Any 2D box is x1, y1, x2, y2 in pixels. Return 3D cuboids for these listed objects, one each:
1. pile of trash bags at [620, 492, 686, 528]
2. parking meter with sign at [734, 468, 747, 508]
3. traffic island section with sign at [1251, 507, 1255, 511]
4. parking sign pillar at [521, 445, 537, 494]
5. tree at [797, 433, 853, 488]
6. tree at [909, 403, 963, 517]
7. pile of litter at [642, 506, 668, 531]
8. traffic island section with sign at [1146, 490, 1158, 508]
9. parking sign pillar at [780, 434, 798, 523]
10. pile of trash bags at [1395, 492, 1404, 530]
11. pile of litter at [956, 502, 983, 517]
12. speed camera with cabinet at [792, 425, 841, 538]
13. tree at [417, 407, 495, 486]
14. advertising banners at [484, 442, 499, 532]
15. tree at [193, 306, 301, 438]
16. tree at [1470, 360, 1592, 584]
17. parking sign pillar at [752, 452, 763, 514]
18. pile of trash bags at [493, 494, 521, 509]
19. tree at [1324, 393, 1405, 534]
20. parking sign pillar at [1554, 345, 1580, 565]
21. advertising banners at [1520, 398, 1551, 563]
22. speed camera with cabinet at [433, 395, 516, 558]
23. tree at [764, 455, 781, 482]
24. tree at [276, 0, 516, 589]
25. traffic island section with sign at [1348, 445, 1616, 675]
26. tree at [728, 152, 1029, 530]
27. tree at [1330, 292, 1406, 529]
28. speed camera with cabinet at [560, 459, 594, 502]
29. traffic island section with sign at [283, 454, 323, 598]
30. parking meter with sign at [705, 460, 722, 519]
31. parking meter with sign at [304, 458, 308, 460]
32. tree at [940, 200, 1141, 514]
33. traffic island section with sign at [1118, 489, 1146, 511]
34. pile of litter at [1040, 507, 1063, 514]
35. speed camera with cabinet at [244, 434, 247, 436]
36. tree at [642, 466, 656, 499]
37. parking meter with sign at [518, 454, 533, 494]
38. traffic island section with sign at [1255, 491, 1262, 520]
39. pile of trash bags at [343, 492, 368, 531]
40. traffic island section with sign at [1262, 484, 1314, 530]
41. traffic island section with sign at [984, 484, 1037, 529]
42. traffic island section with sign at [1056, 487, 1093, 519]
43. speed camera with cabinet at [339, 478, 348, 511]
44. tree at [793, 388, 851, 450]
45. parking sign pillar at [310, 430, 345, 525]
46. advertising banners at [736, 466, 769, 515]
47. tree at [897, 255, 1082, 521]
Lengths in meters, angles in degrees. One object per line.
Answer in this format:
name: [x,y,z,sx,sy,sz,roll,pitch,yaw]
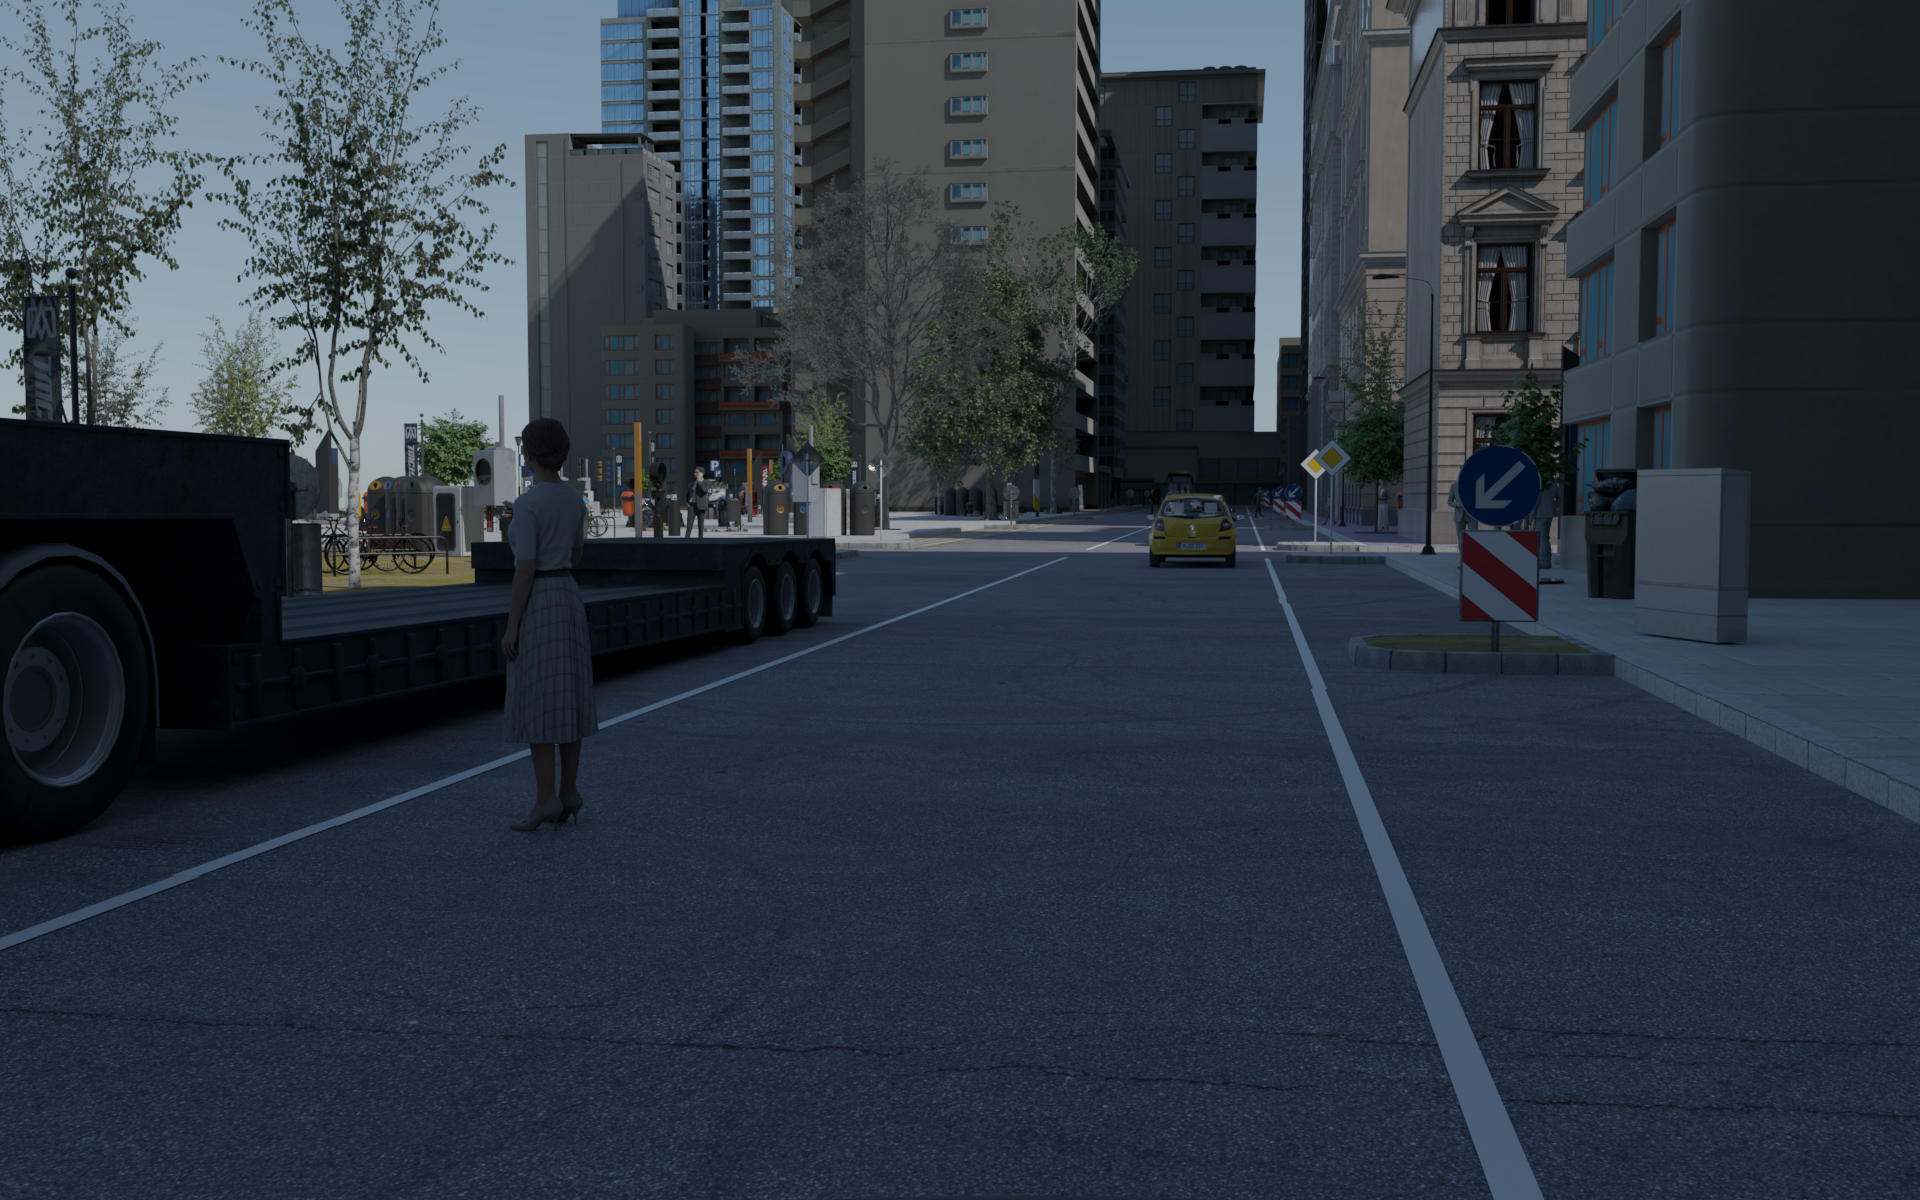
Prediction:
pile of trash bags: [-12.011,-3.465,66.412,1.912,1.369,3.447,1,4,18]
parking meter with sign: [-14.260,-7.353,116.477,1.738,3.016,0.543,-1,4,-12]
traffic island section with sign: [25.551,-8.356,145.256,1.989,1.847,2.006,1,4,9]
parking sign pillar: [-23.931,-6.586,96.159,1.447,3.967,1.447,0,4,6]
tree: [-7.346,-6.668,92.730,4.285,4.588,4.351,0,3,0]
tree: [-0.968,-8.830,94.730,4.737,8.622,4.395,0,3,0]
pile of litter: [-10.646,-2.837,60.346,1.176,0.858,1.719,3,4,37]
traffic island section with sign: [18.879,-10.127,174.206,1.989,1.847,2.006,1,4,9]
parking sign pillar: [-7.623,-5.445,77.504,1.447,3.967,1.447,-2,4,-23]
pile of trash bags: [16.696,-3.127,60.876,1.912,1.369,3.447,-3,4,-36]
pile of litter: [0.644,-5.182,98.688,1.719,0.858,1.176,0,4,-1]
speed camera with cabinet: [-4.190,-3.447,50.700,0.660,3.252,2.038,1,4,23]
tree: [-19.154,-5.008,65.597,4.285,4.588,4.351,0,3,0]
advertising banners: [-15.899,-3.810,58.477,0.090,3.025,2.074,-3,5,-39]
tree: [-28.306,-7.225,68.488,4.737,8.622,4.395,0,3,0]
tree: [8.338,-1.860,25.016,1.663,3.219,1.824,0,3,0]
parking sign pillar: [-13.140,-7.494,110.999,1.447,3.967,1.447,1,4,18]
pile of trash bags: [-30.790,-6.627,118.103,1.912,1.369,3.447,2,4,33]
tree: [13.548,-4.460,56.634,4.285,4.588,4.351,0,3,0]
parking sign pillar: [11.558,-2.622,31.349,1.447,3.967,1.447,0,4,6]
advertising banners: [10.828,-2.229,32.629,0.090,3.025,2.074,0,4,4]
speed camera with cabinet: [-9.830,-2.487,35.001,2.038,3.252,0.660,3,4,38]
tree: [-8.637,-5.490,84.361,1.663,3.219,1.824,0,3,0]
tree: [-8.212,-4.474,23.517,4.360,8.622,3.978,0,3,0]
traffic island section with sign: [4.368,-0.376,14.771,1.989,1.847,2.006,1,4,9]
tree: [-2.625,-9.263,61.815,12.009,13.543,11.850,0,3,0]
tree: [15.737,-6.928,63.634,4.737,8.622,4.395,0,3,0]
speed camera with cabinet: [-21.094,-6.136,94.655,2.038,3.252,0.660,-1,4,-22]
traffic island section with sign: [-6.711,-0.486,16.581,1.989,1.847,2.006,1,4,9]
parking meter with sign: [-12.931,-5.666,88.903,0.543,3.016,1.738,1,4,19]
parking meter with sign: [-32.763,-5.399,84.536,1.738,3.016,0.543,0,4,-1]
tree: [5.010,-15.695,112.494,12.611,20.169,13.585,0,3,0]
traffic island section with sign: [14.498,-8.473,147.160,1.989,1.847,2.006,1,4,9]
pile of litter: [5.970,-6.070,113.205,1.719,0.858,1.176,-1,4,-16]
speed camera with cabinet: [-23.949,-3.855,57.364,0.660,3.252,2.038,-2,4,-31]
tree: [-22.045,-7.688,120.307,1.663,3.219,1.824,0,3,0]
parking meter with sign: [-18.666,-4.793,74.632,0.543,3.016,1.738,-1,4,-18]
traffic island section with sign: [17.663,-5.385,96.679,1.989,1.847,2.006,1,4,9]
pile of trash bags: [-19.954,-3.150,61.247,1.912,1.369,3.447,2,4,27]
traffic island section with sign: [13.283,-3.735,69.689,1.989,1.847,2.006,1,4,9]
traffic island section with sign: [2.102,-3.808,70.896,1.989,1.847,2.006,1,4,9]
traffic island section with sign: [6.502,-5.464,97.966,1.989,1.847,2.006,1,4,9]
speed camera with cabinet: [-46.120,-8.299,130.024,2.038,3.252,0.660,0,4,1]
tree: [-9.227,-10.263,118.164,4.737,8.622,4.395,0,3,0]
parking sign pillar: [-26.708,-5.174,73.073,1.447,3.967,1.447,-3,5,-44]
advertising banners: [-12.682,-6.729,106.209,2.074,3.025,0.090,-1,4,-14]
tree: [1.377,-10.180,83.451,9.611,12.733,9.660,0,3,0]
